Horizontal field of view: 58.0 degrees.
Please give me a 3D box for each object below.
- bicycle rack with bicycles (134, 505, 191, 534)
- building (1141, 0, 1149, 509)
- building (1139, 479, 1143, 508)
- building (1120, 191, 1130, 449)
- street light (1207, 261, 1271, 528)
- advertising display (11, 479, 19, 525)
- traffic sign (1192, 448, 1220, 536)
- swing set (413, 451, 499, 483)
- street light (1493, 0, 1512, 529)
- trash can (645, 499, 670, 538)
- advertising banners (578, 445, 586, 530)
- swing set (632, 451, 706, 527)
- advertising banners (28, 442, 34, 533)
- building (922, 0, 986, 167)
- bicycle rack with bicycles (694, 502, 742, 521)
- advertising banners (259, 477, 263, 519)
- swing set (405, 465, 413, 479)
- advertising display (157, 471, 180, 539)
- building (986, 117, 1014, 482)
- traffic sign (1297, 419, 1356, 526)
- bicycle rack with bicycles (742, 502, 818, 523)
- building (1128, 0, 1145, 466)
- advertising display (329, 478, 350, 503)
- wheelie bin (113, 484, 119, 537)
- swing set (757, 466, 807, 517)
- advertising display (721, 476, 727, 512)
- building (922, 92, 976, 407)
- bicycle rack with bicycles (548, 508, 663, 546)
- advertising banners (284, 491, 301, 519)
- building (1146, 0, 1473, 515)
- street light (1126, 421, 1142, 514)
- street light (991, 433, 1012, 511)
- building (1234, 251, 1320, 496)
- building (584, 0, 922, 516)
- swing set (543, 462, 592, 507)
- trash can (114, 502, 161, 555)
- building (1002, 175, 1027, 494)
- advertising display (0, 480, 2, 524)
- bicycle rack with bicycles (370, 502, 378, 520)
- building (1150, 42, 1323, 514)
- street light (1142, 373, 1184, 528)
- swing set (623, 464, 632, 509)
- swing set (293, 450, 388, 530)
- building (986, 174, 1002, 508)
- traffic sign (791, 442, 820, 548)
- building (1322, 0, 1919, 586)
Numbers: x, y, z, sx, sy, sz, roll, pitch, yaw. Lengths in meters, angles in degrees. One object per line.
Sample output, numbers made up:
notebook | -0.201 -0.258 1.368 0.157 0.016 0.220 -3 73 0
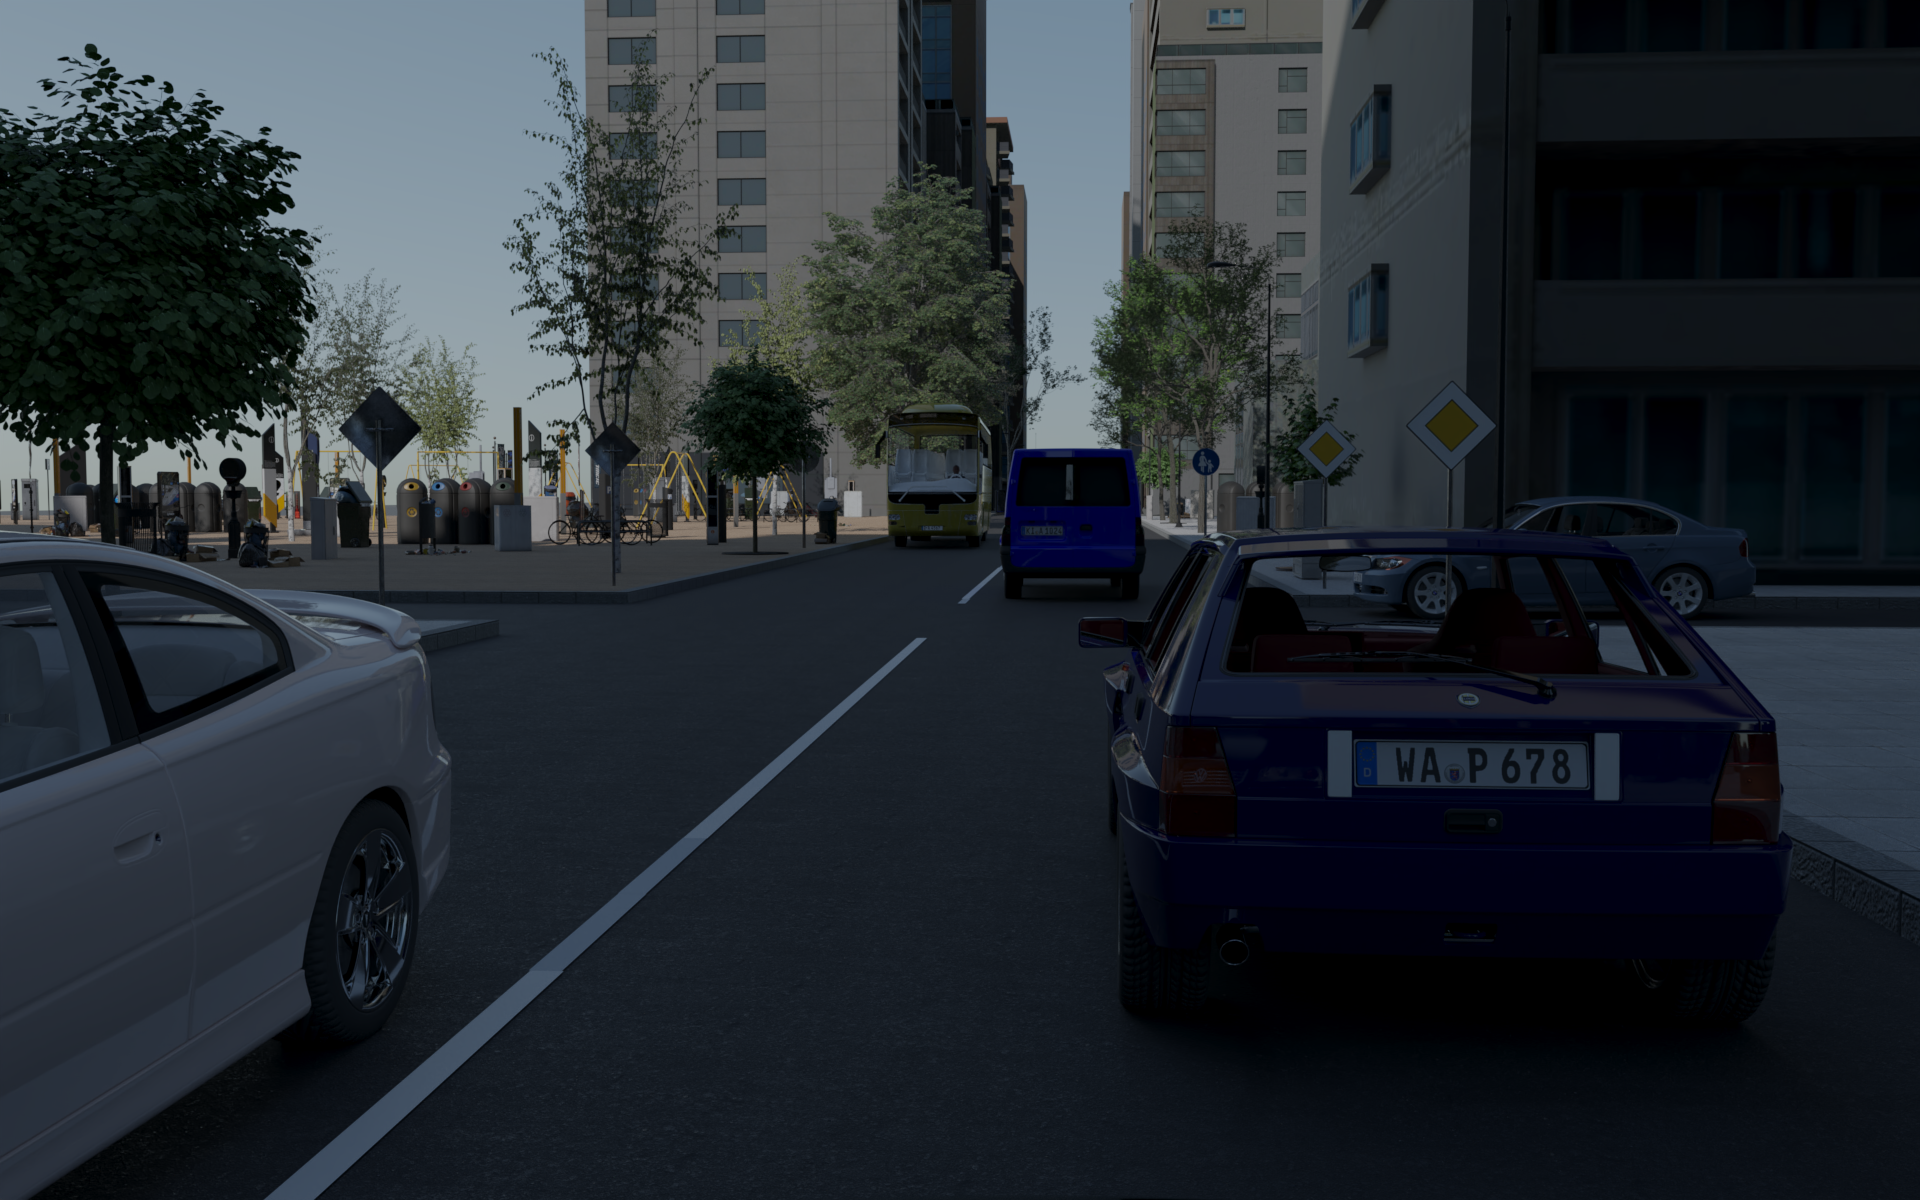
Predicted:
bicycle rack with bicycles | -26.075 -2.599 55.877 2.852 0.926 2.925 -1 4 -8
building | 22.783 -30.570 149.923 14.600 45.320 14.200 0 4 4
building | 24.118 -29.389 164.105 14.154 41.232 14.086 0 4 4
building | 30.160 -36.611 248.700 14.600 45.320 14.200 0 4 4
street light | 5.630 -3.803 34.714 1.470 5.913 1.316 0 4 4
advertising display | -39.927 -4.157 73.178 0.123 1.923 0.974 -3 4 -36
traffic sign | 6.819 -2.933 48.057 0.768 2.556 0.104 1 4 11
swing set | -18.235 -4.027 63.457 3.119 2.851 2.862 -1 4 -16
street light | 4.273 -2.621 15.396 1.470 5.913 1.316 0 4 4
trash can | -8.833 -2.384 50.633 0.748 1.137 0.748 0 3 0
advertising banners | -12.929 -3.848 59.100 0.090 3.025 2.074 0 4 -7
swing set | -10.474 -4.116 64.909 2.862 2.851 3.119 0 4 0
advertising banners | -21.514 -2.685 40.094 0.090 3.025 2.074 -2 4 -28
building | -5.150 -30.048 141.398 14.600 45.320 14.200 0 4 4
bicycle rack with bicycles | -10.816 -4.195 81.972 2.925 0.926 2.852 1 4 13
advertising banners | -33.707 -5.306 82.935 0.090 3.025 2.074 1 4 23
swing set | -28.185 -5.845 93.192 2.862 2.851 3.119 3 5 42
advertising display | -22.580 -2.705 49.435 0.123 1.923 0.974 0 4 5
building | -5.166 -33.240 198.099 22.147 44.769 28.867 0 4 4
traffic sign | 4.937 -1.209 23.404 0.795 2.450 0.064 0 4 4
bicycle rack with bicycles | -7.763 -4.004 78.843 2.925 0.926 2.852 2 4 28
building | 29.756 -40.030 196.493 21.231 58.520 28.212 0 4 4
advertising display | -24.484 -3.865 68.413 0.974 1.923 0.123 2 4 25
wheelie bin | -25.281 -2.688 51.852 0.980 1.594 0.693 2 4 31
swing set | -10.038 -6.005 95.808 2.862 2.851 3.119 -1 4 -12
advertising display | -8.637 -3.551 63.277 0.123 1.923 0.974 0 4 -3
building | -6.249 -21.757 127.428 14.160 30.474 14.107 0 4 4
bicycle rack with bicycles | -8.941 -1.864 43.861 2.925 0.926 2.852 -1 4 -13
advertising banners | -34.324 -5.714 89.611 2.074 3.025 0.090 3 4 36
building | 25.392 -31.072 131.725 21.300 48.544 21.600 0 4 4
street light | 10.231 -7.693 98.328 1.470 5.913 1.316 0 4 4
street light | 3.030 -9.704 131.198 1.470 5.913 1.316 0 4 4
building | 24.860 -46.632 75.110 22.319 86.520 31.000 0 4 4
building | -10.797 -41.033 109.141 20.563 71.187 20.611 0 4 4
swing set | -19.224 -5.298 84.249 2.862 2.851 3.119 0 4 -6
trash can | -14.278 -1.127 30.080 0.748 1.137 0.748 0 3 0
building | 2.317 -36.339 244.248 14.600 45.320 14.200 0 4 4
advertising display | -42.045 -4.281 75.205 0.974 1.923 0.123 1 4 19
bicycle rack with bicycles | -30.592 -4.528 87.407 2.852 0.926 2.925 -1 4 -21
building | 19.680 -20.986 114.820 14.160 30.474 14.107 0 4 4
street light | 7.858 -5.733 66.272 1.470 5.913 1.316 0 4 4
swing set | -16.883 -5.736 91.407 3.119 2.851 2.862 1 4 8
swing set | -22.258 -3.962 62.392 3.119 2.851 2.862 -1 4 -9
building | -3.555 -23.498 155.901 14.160 30.474 14.107 0 4 4
traffic sign | -3.711 -2.511 41.159 0.768 2.556 0.104 1 4 10
building | 18.093 -24.972 31.991 21.600 48.544 21.300 0 4 4
